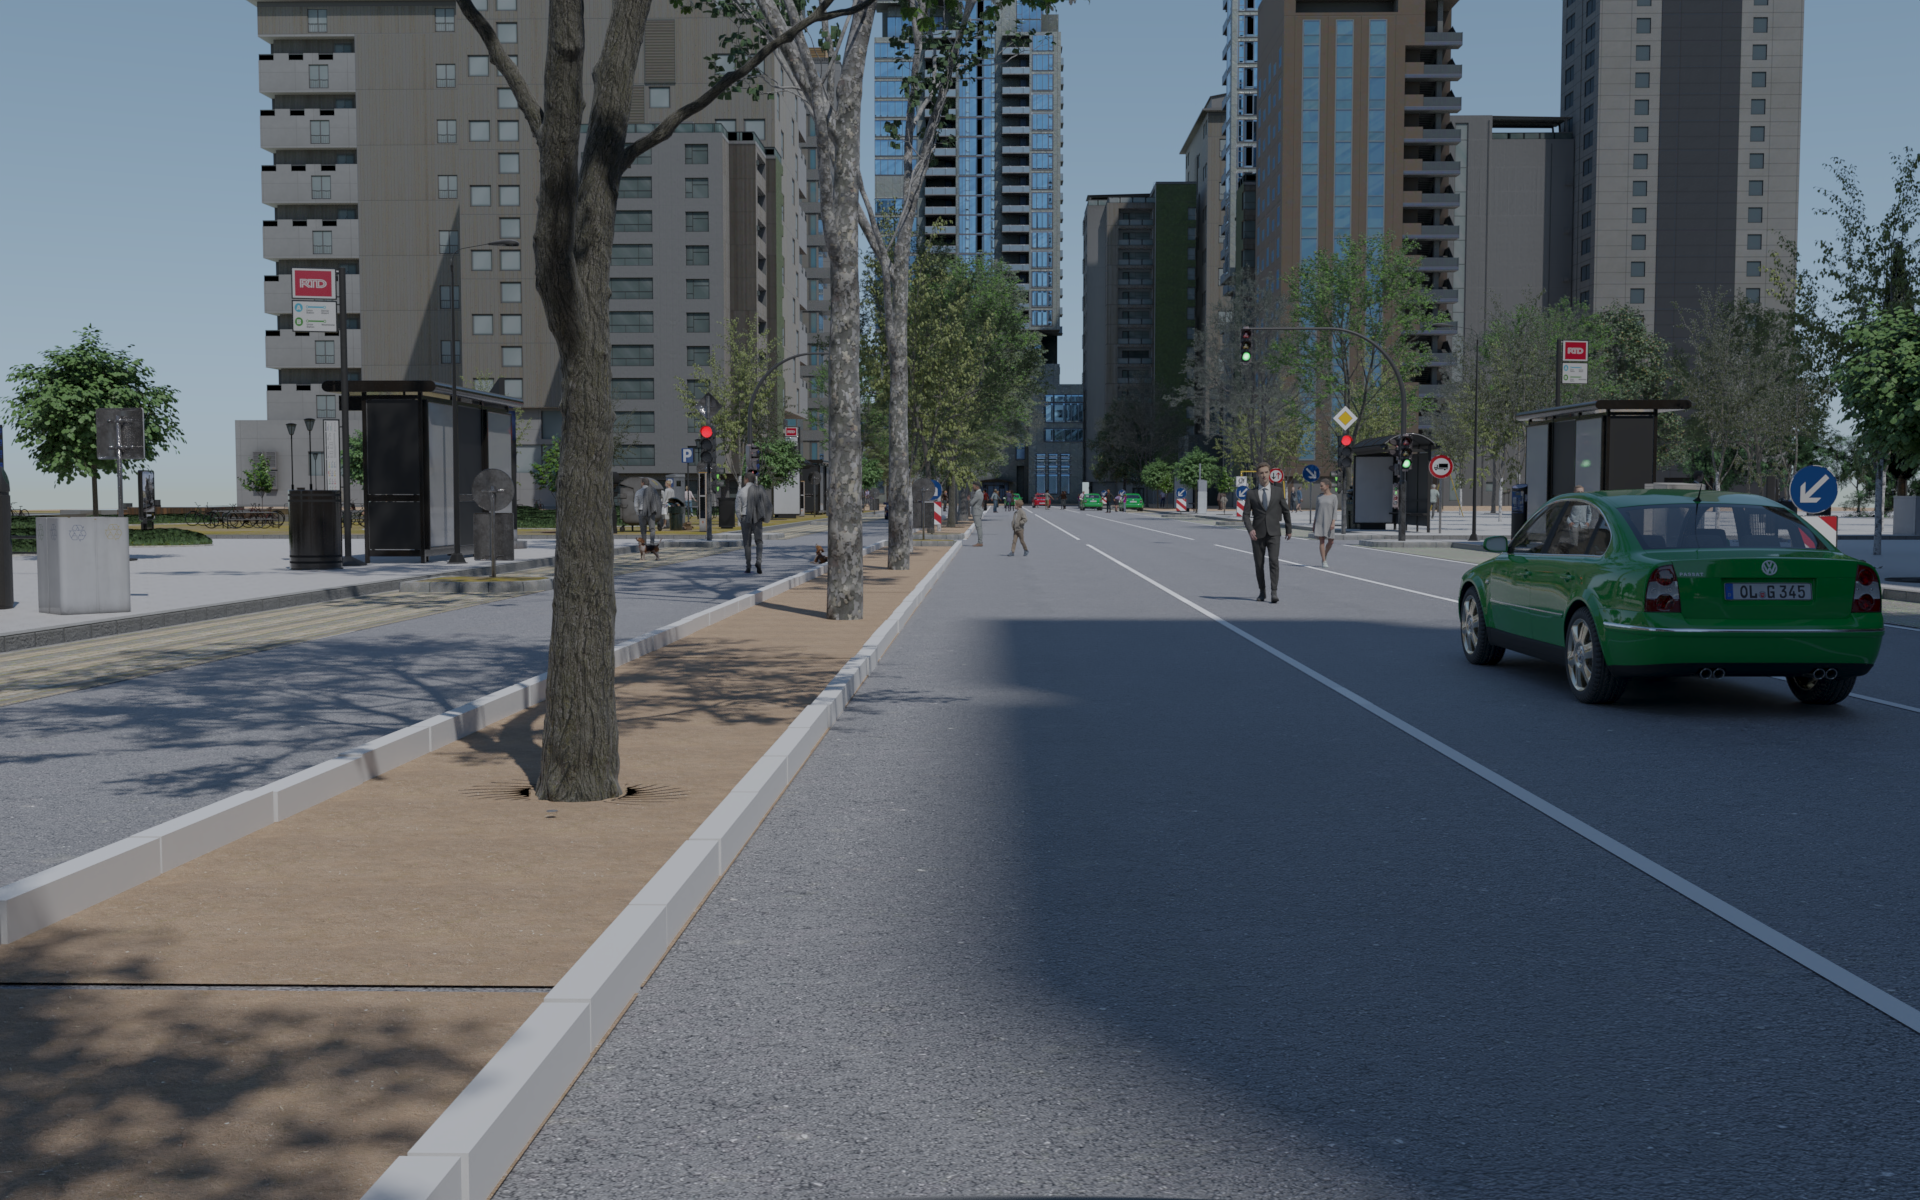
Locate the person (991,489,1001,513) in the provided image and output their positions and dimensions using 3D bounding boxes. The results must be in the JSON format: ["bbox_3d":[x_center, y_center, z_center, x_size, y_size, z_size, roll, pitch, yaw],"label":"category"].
[{"bbox_3d":[2.752,-7.652,133.691,0.705,1.814,1.350,2,4,34],"label":"person"}]

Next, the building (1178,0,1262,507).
[{"bbox_3d":[35.762,-53.040,179.880,22.319,86.520,31.000,0,4,1],"label":"building"}]

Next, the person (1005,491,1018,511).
[{"bbox_3d":[4.464,-8.503,148.236,1.217,1.735,0.721,1,4,11],"label":"person"}]

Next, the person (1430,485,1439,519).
[{"bbox_3d":[24.132,-4.987,88.063,0.782,1.767,0.515,1,4,11],"label":"person"}]

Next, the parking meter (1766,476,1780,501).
[{"bbox_3d":[26.694,-3.130,56.892,0.399,1.863,0.255,3,4,38],"label":"parking meter"}]

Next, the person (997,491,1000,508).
[{"bbox_3d":[3.927,-10.740,184.611,0.721,1.766,1.217,-2,4,-23],"label":"person"}]

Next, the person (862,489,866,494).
[{"bbox_3d":[-8.622,-8.934,152.911,0.445,1.727,0.742,2,4,32],"label":"person"}]

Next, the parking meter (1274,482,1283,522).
[{"bbox_3d":[14.879,-4.605,81.011,0.399,1.863,0.255,-1,4,-14],"label":"parking meter"}]

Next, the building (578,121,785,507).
[{"bbox_3d":[-21.880,-22.411,138.127,14.160,30.474,14.107,0,4,1],"label":"building"}]

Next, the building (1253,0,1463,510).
[{"bbox_3d":[32.508,-30.201,143.900,14.600,45.320,14.200,0,4,1],"label":"building"}]

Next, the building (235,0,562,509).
[{"bbox_3d":[-58.160,-36.435,184.945,27.495,52.752,28.713,0,4,1],"label":"building"}]

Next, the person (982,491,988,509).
[{"bbox_3d":[2.393,-9.669,167.138,0.990,1.755,0.434,-3,5,-42],"label":"person"}]

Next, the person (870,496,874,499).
[{"bbox_3d":[-8.337,-9.554,163.173,0.530,1.710,0.541,3,5,42],"label":"person"}]

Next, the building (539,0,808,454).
[{"bbox_3d":[-28.632,-34.844,158.940,28.713,52.752,27.495,0,4,1],"label":"building"}]

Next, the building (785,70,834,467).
[{"bbox_3d":[-29.140,-34.681,186.643,30.456,49.044,23.786,0,4,1],"label":"building"}]

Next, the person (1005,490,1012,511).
[{"bbox_3d":[4.021,-8.193,142.899,0.683,1.767,0.568,2,4,25],"label":"person"}]

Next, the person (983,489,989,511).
[{"bbox_3d":[2.117,-8.516,147.704,0.705,1.831,1.348,3,4,37],"label":"person"}]

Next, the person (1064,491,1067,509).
[{"bbox_3d":[9.730,-9.352,162.223,0.721,1.723,1.217,1,4,13],"label":"person"}]

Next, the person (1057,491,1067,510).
[{"bbox_3d":[9.444,-9.240,160.404,1.217,1.723,0.721,-3,4,-37],"label":"person"}]

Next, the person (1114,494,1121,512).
[{"bbox_3d":[12.610,-7.774,138.836,0.697,1.427,0.421,-3,4,-39],"label":"person"}]

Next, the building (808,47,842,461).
[{"bbox_3d":[-29.004,-42.230,232.462,28.212,58.520,21.231,0,4,1],"label":"building"}]

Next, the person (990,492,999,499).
[{"bbox_3d":[3.545,-10.253,176.849,0.721,1.743,1.217,3,5,44],"label":"person"}]

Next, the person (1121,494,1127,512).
[{"bbox_3d":[12.753,-7.523,134.730,0.599,1.433,0.991,2,4,27],"label":"person"}]

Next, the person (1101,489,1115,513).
[{"bbox_3d":[11.333,-7.569,132.280,1.348,1.821,0.705,3,5,43],"label":"person"}]

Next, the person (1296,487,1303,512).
[{"bbox_3d":[24.388,-7.255,124.687,0.654,1.822,0.581,0,4,-6],"label":"person"}]

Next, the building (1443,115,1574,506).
[{"bbox_3d":[57.809,-30.974,190.016,14.086,41.232,14.154,0,4,1],"label":"building"}]

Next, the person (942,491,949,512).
[{"bbox_3d":[-1.179,-8.109,141.909,0.721,1.723,1.217,2,4,29],"label":"person"}]

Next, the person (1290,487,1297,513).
[{"bbox_3d":[22.904,-6.884,119.020,0.576,1.772,0.534,3,4,37],"label":"person"}]

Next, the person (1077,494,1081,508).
[{"bbox_3d":[12.020,-9.898,173.552,0.599,1.433,0.991,-2,4,-27],"label":"person"}]

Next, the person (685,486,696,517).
[{"bbox_3d":[-15.204,-5.560,97.613,0.731,1.740,0.598,-2,4,-24],"label":"person"}]

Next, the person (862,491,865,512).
[{"bbox_3d":[-7.036,-7.155,122.989,0.622,1.834,0.822,1,4,20],"label":"person"}]

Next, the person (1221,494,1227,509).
[{"bbox_3d":[18.368,-6.742,120.542,0.475,1.303,0.640,0,4,-6],"label":"person"}]

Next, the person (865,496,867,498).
[{"bbox_3d":[-8.029,-8.030,137.341,1.348,1.822,0.705,-1,4,-16],"label":"person"}]

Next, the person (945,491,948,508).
[{"bbox_3d":[-1.396,-10.274,177.029,0.434,1.755,0.990,1,4,11],"label":"person"}]

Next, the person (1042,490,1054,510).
[{"bbox_3d":[8.003,-9.186,158.700,1.348,1.824,0.705,3,5,40],"label":"person"}]

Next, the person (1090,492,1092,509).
[{"bbox_3d":[12.822,-9.706,168.665,0.593,1.643,0.415,-2,4,-31],"label":"person"}]

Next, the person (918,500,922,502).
[{"bbox_3d":[-3.085,-7.715,135.088,0.683,1.767,0.568,2,4,28],"label":"person"}]

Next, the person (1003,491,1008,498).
[{"bbox_3d":[4.940,-10.443,179.768,1.217,1.766,0.721,2,4,35],"label":"person"}]

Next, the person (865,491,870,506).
[{"bbox_3d":[-10.058,-11.112,187.596,0.709,1.838,0.599,0,4,5],"label":"person"}]

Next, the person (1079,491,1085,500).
[{"bbox_3d":[11.633,-9.428,163.589,0.756,1.711,0.436,-2,4,-27],"label":"person"}]

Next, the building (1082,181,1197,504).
[{"bbox_3d":[23.444,-33.358,229.003,14.086,41.232,14.154,0,4,1],"label":"building"}]

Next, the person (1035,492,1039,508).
[{"bbox_3d":[8.136,-10.545,182.385,0.415,1.643,0.593,2,4,30],"label":"person"}]

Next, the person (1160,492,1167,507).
[{"bbox_3d":[19.593,-9.780,166.881,0.756,1.711,0.436,1,4,15],"label":"person"}]

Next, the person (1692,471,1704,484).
[{"bbox_3d":[17.924,-2.222,42.150,0.755,1.850,0.659,1,4,11],"label":"person"}]

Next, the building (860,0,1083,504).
[{"bbox_3d":[0.629,-56.226,231.966,31.000,86.520,22.319,0,4,1],"label":"building"}]

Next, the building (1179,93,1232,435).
[{"bbox_3d":[44.686,-39.430,233.918,27.495,52.752,28.713,0,4,1],"label":"building"}]

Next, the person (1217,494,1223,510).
[{"bbox_3d":[20.739,-8.050,138.215,0.434,1.755,0.990,-1,4,-12],"label":"person"}]

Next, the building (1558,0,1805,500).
[{"bbox_3d":[75.084,-45.715,185.688,20.611,71.187,20.563,0,4,1],"label":"building"}]

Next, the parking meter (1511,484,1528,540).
[{"bbox_3d":[13.582,-2.058,42.056,0.372,1.533,0.369,0,3,0],"label":"parking meter"}]

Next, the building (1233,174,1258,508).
[{"bbox_3d":[31.918,-23.657,158.498,14.160,30.474,14.107,0,4,1],"label":"building"}]

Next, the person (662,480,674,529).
[{"bbox_3d":[-10.692,-3.497,63.563,0.624,1.780,0.694,3,5,44],"label":"person"}]
